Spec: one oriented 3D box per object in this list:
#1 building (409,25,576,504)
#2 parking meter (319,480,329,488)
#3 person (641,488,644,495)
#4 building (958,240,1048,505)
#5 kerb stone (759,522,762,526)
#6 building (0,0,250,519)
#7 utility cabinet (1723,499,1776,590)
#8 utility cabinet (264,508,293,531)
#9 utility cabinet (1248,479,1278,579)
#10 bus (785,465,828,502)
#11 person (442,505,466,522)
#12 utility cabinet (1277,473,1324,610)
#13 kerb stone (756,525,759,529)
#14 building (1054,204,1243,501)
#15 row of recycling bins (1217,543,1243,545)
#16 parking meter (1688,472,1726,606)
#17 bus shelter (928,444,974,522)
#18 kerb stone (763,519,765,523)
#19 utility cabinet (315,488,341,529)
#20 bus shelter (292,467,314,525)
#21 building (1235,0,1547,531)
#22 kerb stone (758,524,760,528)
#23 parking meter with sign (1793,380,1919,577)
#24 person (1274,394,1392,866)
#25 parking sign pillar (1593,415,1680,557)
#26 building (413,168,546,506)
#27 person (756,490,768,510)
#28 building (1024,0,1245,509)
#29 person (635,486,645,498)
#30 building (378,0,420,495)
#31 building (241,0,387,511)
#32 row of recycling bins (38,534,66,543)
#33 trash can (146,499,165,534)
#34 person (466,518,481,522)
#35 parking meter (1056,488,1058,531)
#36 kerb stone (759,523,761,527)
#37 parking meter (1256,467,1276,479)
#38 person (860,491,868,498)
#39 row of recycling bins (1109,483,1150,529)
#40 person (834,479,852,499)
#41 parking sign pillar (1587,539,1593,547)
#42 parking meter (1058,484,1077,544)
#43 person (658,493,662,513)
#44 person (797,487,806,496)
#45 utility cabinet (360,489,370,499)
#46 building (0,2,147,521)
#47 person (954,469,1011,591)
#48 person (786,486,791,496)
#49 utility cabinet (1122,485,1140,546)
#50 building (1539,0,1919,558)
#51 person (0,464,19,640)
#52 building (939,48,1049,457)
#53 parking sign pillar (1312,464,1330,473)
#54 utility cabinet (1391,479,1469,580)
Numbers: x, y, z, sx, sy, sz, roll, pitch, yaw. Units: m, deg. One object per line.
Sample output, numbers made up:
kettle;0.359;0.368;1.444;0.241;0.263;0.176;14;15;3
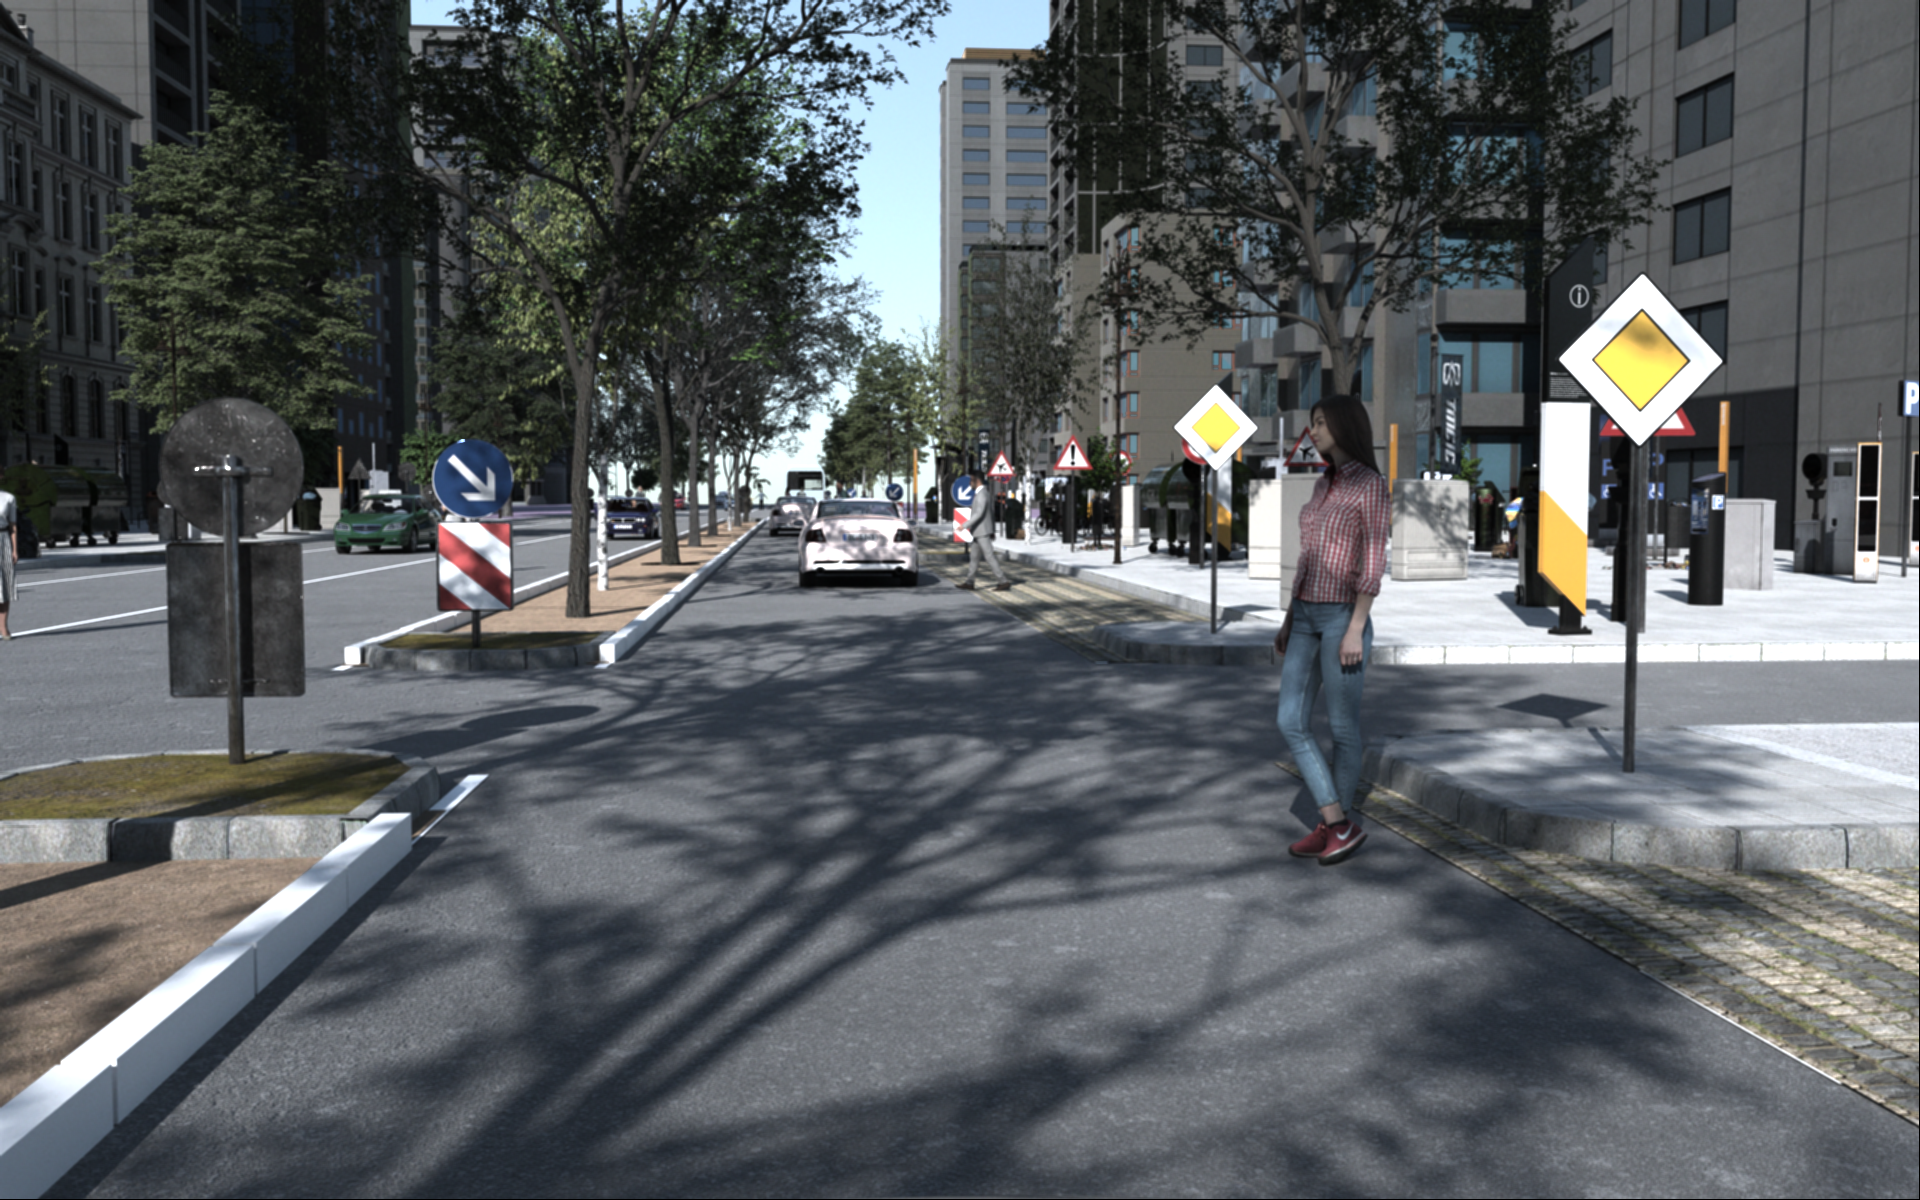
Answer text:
building;-61.481;-41.511;220.697;21.231;58.520;28.212;0;4;-5
parking meter;-26.389;-4.051;71.941;0.255;1.863;0.399;1;4;13
person;-18.595;-5.598;100.543;0.721;1.766;1.217;-2;4;-30
building;7.728;-26.305;201.787;14.160;30.474;14.107;0;4;-5
kerb stone;-8.451;-3.066;72.331;0.120;0.150;1.000;0;4;-5
building;-49.520;-40.196;95.454;20.563;71.187;20.611;0;4;-5
utility cabinet;10.522;-0.756;23.524;0.306;1.237;1.020;-2;4;-30
utility cabinet;-24.160;-3.063;61.246;1.020;1.237;0.306;-2;4;-27
utility cabinet;4.923;-1.051;25.864;1.173;1.500;0.318;2;4;29
bus;-10.412;-7.493;117.372;2.948;3.499;13.247;0;4;-4
person;-8.885;-1.315;30.564;0.524;1.755;0.480;3;5;41
utility cabinet;3.795;-0.602;18.514;0.318;1.500;1.173;-1;4;-11
kerb stone;-7.868;-2.691;66.201;0.120;0.150;1.000;0;4;-5
building;22.397;-16.848;120.509;27.650;21.520;28.899;0;4;-5
row of recycling bins;8.092;-2.226;43.505;3.534;1.692;1.069;1;4;13
parking meter;8.646;-0.712;20.045;0.372;1.533;0.369;0;3;0
bus shelter;-0.428;-5.601;82.864;1.731;3.624;6.357;0;4;-6
kerb stone;-9.131;-3.499;79.458;0.120;0.150;1.000;0;4;-5
utility cabinet;-23.102;-3.310;62.792;1.173;1.500;0.318;-3;5;-40
bus shelter;-26.089;-4.589;66.311;1.731;3.624;6.357;0;4;-5
building;24.468;-27.668;71.973;23.786;49.044;30.456;0;4;-5
kerb stone;-8.058;-2.815;68.237;0.120;0.150;1.000;0;4;-5
parking meter with sign;14.129;-1.904;27.384;0.543;3.016;1.738;-2;4;-35
person;1.446;0.102;6.840;0.388;1.821;0.555;-2;4;-34
parking sign pillar;14.249;-2.910;36.056;1.447;3.967;1.447;0;4;2
building;-64.188;-30.749;194.633;32.217;40.220;23.993;0;4;-5
person;-17.930;-9.040;156.289;1.348;1.826;0.705;-2;4;-30
building;16.764;-43.121;143.280;20.563;71.187;20.611;0;4;-5
person;-14.510;-4.302;79.020;0.590;1.801;0.661;2;4;24
building;-49.273;-27.245;129.045;14.154;41.232;14.086;0;4;-5
building;-46.907;-28.384;114.190;14.600;45.320;14.200;0;4;-5
row of recycling bins;-24.718;-2.324;45.107;1.069;1.692;3.534;1;4;14
trash can;-25.683;-2.682;55.511;0.748;1.137;0.748;0;3;0
person;-13.043;-2.287;46.459;0.524;1.755;0.480;3;5;39
parking meter;3.400;-3.041;58.127;0.372;1.533;0.369;0;3;0
kerb stone;-8.259;-2.940;70.276;0.120;0.150;1.000;0;4;-5
parking meter;6.495;-1.907;36.890;0.399;1.863;0.255;-1;4;-22
person;-4.718;-4.581;85.210;0.589;1.601;0.330;0;4;-1
row of recycling bins;7.077;-3.562;65.346;3.534;1.692;1.069;-2;4;-34
person;-3.186;-2.324;46.488;0.713;1.824;0.794;0;4;-2
parking sign pillar;15.762;-3.272;41.975;1.447;3.967;1.447;1;4;22
parking meter;2.845;-2.238;44.997;0.372;1.533;0.369;0;3;0
person;-15.242;-4.932;89.528;0.661;1.777;0.834;-3;4;-38
person;-8.065;-4.898;88.687;0.635;1.810;0.391;1;4;21
utility cabinet;-27.953;-4.504;82.321;1.173;1.500;0.318;2;4;24
building;-43.483;-15.142;66.651;14.460;24.649;34.723;0;4;-5
person;0.329;-1.020;25.459;0.850;1.792;0.678;0;4;6
person;-8.780;-4.929;89.103;0.388;1.821;0.555;-1;4;-16
utility cabinet;4.177;-2.068;42.488;0.318;1.500;1.173;1;4;13
building;28.627;-36.881;41.252;20.611;71.187;20.563;0;4;-5
person;-9.460;-0.480;16.923;0.480;1.755;0.524;-3;4;-37
building;7.731;-42.500;236.881;21.231;58.520;28.212;0;4;-5
parking sign pillar;11.603;-3.991;53.719;1.447;3.967;1.447;0;4;-4
utility cabinet;7.005;-1.045;25.770;1.173;1.500;0.318;-1;4;-22
